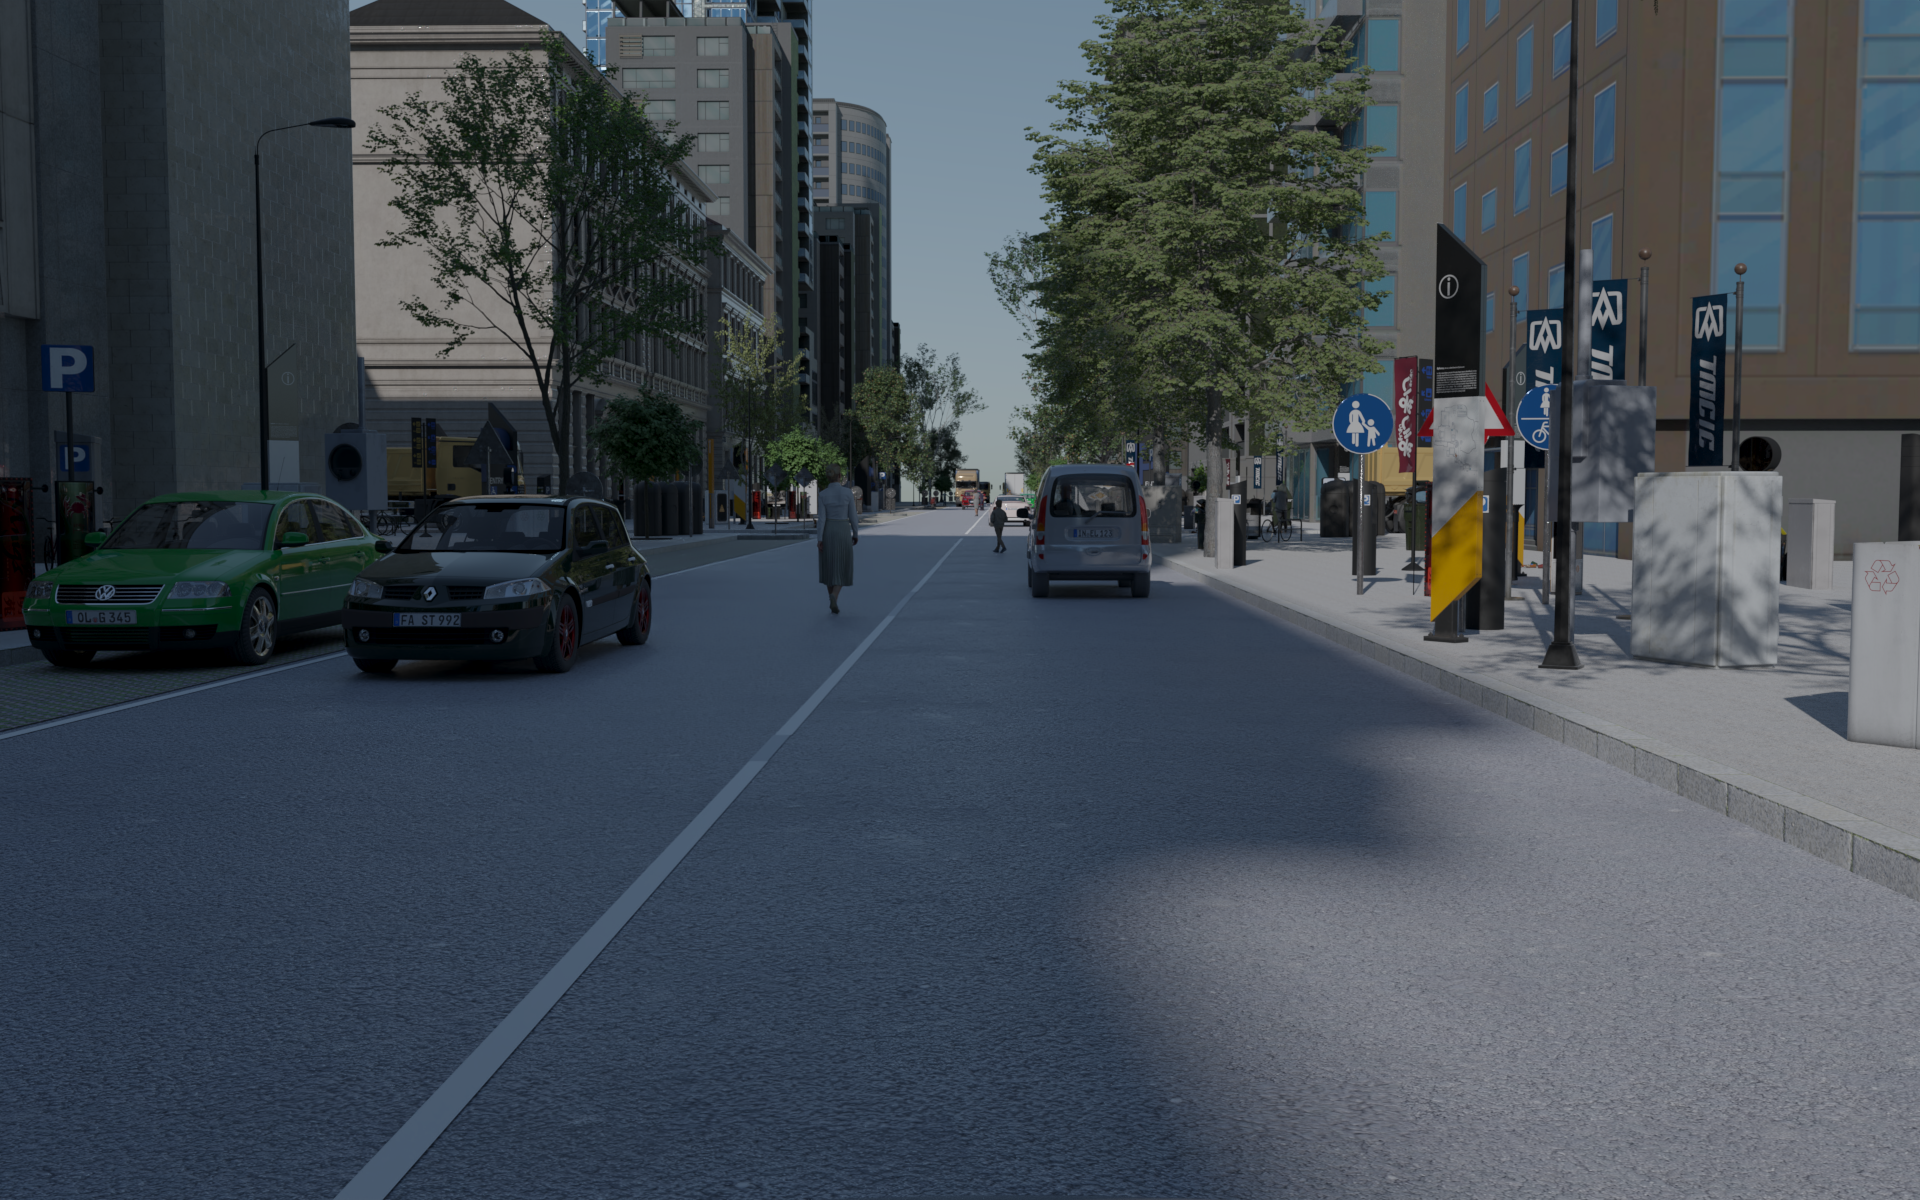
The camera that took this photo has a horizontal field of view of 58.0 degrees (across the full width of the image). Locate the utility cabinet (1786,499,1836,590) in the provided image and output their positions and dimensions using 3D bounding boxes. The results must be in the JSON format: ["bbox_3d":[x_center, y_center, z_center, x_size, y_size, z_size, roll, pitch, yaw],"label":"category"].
[{"bbox_3d":[11.655,-0.768,23.725,0.306,1.237,1.020,1,4,8],"label":"utility cabinet"}]

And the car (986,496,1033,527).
[{"bbox_3d":[2.226,-3.973,77.313,2.083,1.381,4.827,0,4,0],"label":"car"}]

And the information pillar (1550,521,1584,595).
[{"bbox_3d":[7.722,-1.071,21.998,0.304,2.012,0.304,3,5,45],"label":"information pillar"}]

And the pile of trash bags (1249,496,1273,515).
[{"bbox_3d":[18.232,-5.876,105.831,1.912,1.369,3.447,-3,5,-42],"label":"pile of trash bags"}]

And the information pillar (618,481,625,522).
[{"bbox_3d":[-15.512,-4.582,79.409,0.304,2.012,0.304,0,4,-6],"label":"information pillar"}]

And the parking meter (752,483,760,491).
[{"bbox_3d":[-10.472,-5.081,88.787,0.399,1.863,0.255,3,5,44],"label":"parking meter"}]

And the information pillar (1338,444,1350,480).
[{"bbox_3d":[15.131,-4.702,68.224,0.504,3.616,0.183,-1,4,-19],"label":"information pillar"}]

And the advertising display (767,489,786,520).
[{"bbox_3d":[-9.251,-5.016,87.228,0.974,1.923,0.123,0,4,0],"label":"advertising display"}]

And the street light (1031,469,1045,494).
[{"bbox_3d":[7.885,-12.254,172.891,1.470,5.913,1.316,0,4,1],"label":"street light"}]

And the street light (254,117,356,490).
[{"bbox_3d":[-8.142,-2.995,21.515,1.470,5.913,1.316,0,4,1],"label":"street light"}]

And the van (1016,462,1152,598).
[{"bbox_3d":[1.837,-1.123,25.366,2.013,2.044,4.112,0,4,1],"label":"van"}]

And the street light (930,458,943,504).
[{"bbox_3d":[-3.174,-15.316,222.949,1.470,5.913,1.316,0,4,1],"label":"street light"}]

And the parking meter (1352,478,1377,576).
[{"bbox_3d":[6.381,-1.156,27.316,0.372,1.533,0.369,0,3,0],"label":"parking meter"}]

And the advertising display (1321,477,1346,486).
[{"bbox_3d":[14.364,-3.757,66.640,0.974,1.923,0.123,-1,4,-13],"label":"advertising display"}]

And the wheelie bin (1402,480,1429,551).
[{"bbox_3d":[10.450,-1.914,39.207,0.693,1.594,0.980,-1,4,-18],"label":"wheelie bin"}]

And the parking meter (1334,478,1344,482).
[{"bbox_3d":[14.050,-3.571,64.093,0.399,1.863,0.255,-2,4,-25],"label":"parking meter"}]

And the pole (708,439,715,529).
[{"bbox_3d":[-9.219,-4.303,64.194,0.158,3.312,0.155,0,3,0],"label":"pole"}]

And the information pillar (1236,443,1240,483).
[{"bbox_3d":[12.689,-5.370,79.150,0.183,3.616,0.504,0,4,-5],"label":"information pillar"}]

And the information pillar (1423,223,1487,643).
[{"bbox_3d":[4.273,-1.439,14.883,0.183,3.616,0.504,-3,4,-36],"label":"information pillar"}]

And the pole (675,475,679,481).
[{"bbox_3d":[-14.645,-5.862,89.692,0.158,3.312,0.155,0,3,0],"label":"pole"}]

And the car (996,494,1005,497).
[{"bbox_3d":[6.637,-15.626,267.288,2.131,1.459,4.920,0,4,3],"label":"car"}]

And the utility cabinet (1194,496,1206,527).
[{"bbox_3d":[9.509,-3.490,68.231,0.306,1.237,1.020,-1,4,-14],"label":"utility cabinet"}]

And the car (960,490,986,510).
[{"bbox_3d":[1.184,-9.158,158.401,2.281,1.827,5.304,0,3,0],"label":"car"}]

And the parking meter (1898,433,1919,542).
[{"bbox_3d":[9.342,-0.677,16.785,0.399,1.863,0.255,0,4,-2],"label":"parking meter"}]

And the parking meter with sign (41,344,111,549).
[{"bbox_3d":[-10.698,-1.519,21.093,0.543,3.016,1.738,-1,4,-19],"label":"parking meter with sign"}]

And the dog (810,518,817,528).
[{"bbox_3d":[-5.946,-3.210,72.671,0.550,0.427,0.748,-3,4,-38],"label":"dog"}]

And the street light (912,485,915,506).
[{"bbox_3d":[-4.298,-12.744,180.901,1.470,5.913,1.316,0,4,1],"label":"street light"}]

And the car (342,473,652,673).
[{"bbox_3d":[-3.919,-0.328,15.148,2.009,1.686,4.222,0,4,3],"label":"car"}]

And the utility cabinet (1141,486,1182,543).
[{"bbox_3d":[5.222,-2.247,45.413,1.173,1.500,0.318,3,4,36],"label":"utility cabinet"}]

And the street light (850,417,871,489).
[{"bbox_3d":[-6.022,-8.045,104.081,1.470,5.913,1.316,0,4,1],"label":"street light"}]

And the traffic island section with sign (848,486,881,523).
[{"bbox_3d":[-5.135,-4.735,86.042,1.989,1.847,2.006,0,4,1],"label":"traffic island section with sign"}]

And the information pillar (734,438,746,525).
[{"bbox_3d":[-9.194,-4.955,72.374,0.504,3.616,0.183,0,4,-6],"label":"information pillar"}]

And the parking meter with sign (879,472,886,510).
[{"bbox_3d":[-6.276,-8.657,137.807,0.543,3.016,1.738,0,4,3],"label":"parking meter with sign"}]

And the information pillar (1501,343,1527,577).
[{"bbox_3d":[8.579,-2.170,26.827,0.504,3.616,0.183,-2,4,-32],"label":"information pillar"}]

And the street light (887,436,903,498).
[{"bbox_3d":[-5.262,-10.210,139.469,1.470,5.913,1.316,0,4,1],"label":"street light"}]

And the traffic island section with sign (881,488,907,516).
[{"bbox_3d":[-4.472,-6.383,112.989,1.989,1.847,2.006,0,4,1],"label":"traffic island section with sign"}]

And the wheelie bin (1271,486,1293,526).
[{"bbox_3d":[12.941,-3.787,69.830,0.980,1.594,0.693,-3,5,-41],"label":"wheelie bin"}]

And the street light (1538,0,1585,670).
[{"bbox_3d":[3.903,-2.453,12.640,1.470,5.913,1.316,0,4,1],"label":"street light"}]

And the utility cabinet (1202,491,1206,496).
[{"bbox_3d":[16.555,-6.623,116.967,0.318,1.500,1.173,0,4,-3],"label":"utility cabinet"}]

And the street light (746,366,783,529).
[{"bbox_3d":[-7.110,-5.529,62.934,1.470,5.913,1.316,0,4,1],"label":"street light"}]

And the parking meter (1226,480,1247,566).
[{"bbox_3d":[4.940,-1.382,31.001,0.372,1.533,0.369,0,3,0],"label":"parking meter"}]

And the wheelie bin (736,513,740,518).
[{"bbox_3d":[-11.659,-5.145,92.029,0.980,1.594,0.693,0,4,-2],"label":"wheelie bin"}]

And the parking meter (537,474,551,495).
[{"bbox_3d":[-12.104,-2.733,50.400,0.255,1.863,0.399,1,4,21],"label":"parking meter"}]

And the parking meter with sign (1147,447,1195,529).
[{"bbox_3d":[7.744,-4.105,63.383,1.738,3.016,0.543,1,4,22],"label":"parking meter with sign"}]

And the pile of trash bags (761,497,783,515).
[{"bbox_3d":[-11.273,-5.797,104.528,3.447,1.369,1.912,-2,4,-24],"label":"pile of trash bags"}]

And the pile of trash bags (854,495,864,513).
[{"bbox_3d":[-7.405,-6.615,117.910,1.912,1.369,3.447,-2,4,-26],"label":"pile of trash bags"}]

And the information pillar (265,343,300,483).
[{"bbox_3d":[-10.467,-2.169,26.822,0.183,3.616,0.504,3,5,44],"label":"information pillar"}]

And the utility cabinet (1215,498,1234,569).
[{"bbox_3d":[4.604,-1.161,30.142,0.306,1.237,1.020,0,4,6],"label":"utility cabinet"}]

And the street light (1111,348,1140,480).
[{"bbox_3d":[5.033,-4.993,54.177,1.470,5.913,1.316,0,4,1],"label":"street light"}]

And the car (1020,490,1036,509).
[{"bbox_3d":[5.584,-8.201,142.883,1.959,1.807,4.718,0,4,3],"label":"car"}]

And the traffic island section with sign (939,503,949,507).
[{"bbox_3d":[-2.559,-11.101,190.121,1.989,1.847,2.006,0,4,1],"label":"traffic island section with sign"}]

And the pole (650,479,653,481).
[{"bbox_3d":[-11.700,-4.400,65.784,0.158,3.312,0.155,0,3,0],"label":"pole"}]

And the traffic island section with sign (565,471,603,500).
[{"bbox_3d":[-6.522,-1.290,29.724,1.989,1.847,2.006,0,4,1],"label":"traffic island section with sign"}]

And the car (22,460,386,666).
[{"bbox_3d":[-6.666,-0.427,15.782,1.959,1.807,4.718,0,4,0],"label":"car"}]

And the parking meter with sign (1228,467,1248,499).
[{"bbox_3d":[17.435,-6.983,110.425,1.738,3.016,0.543,1,4,10],"label":"parking meter with sign"}]

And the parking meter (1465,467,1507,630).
[{"bbox_3d":[4.986,-0.491,16.442,0.372,1.533,0.369,0,3,0],"label":"parking meter"}]

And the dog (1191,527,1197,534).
[{"bbox_3d":[8.147,-2.450,60.252,0.748,0.427,0.550,-1,4,-10],"label":"dog"}]

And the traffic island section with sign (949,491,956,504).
[{"bbox_3d":[-1.205,-14.462,245.074,1.989,1.847,2.006,0,4,1],"label":"traffic island section with sign"}]

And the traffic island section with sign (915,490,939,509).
[{"bbox_3d":[-3.236,-9.430,162.804,1.989,1.847,2.006,0,4,1],"label":"traffic island section with sign"}]

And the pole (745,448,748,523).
[{"bbox_3d":[-9.591,-5.109,77.379,0.158,3.312,0.155,0,3,0],"label":"pole"}]
